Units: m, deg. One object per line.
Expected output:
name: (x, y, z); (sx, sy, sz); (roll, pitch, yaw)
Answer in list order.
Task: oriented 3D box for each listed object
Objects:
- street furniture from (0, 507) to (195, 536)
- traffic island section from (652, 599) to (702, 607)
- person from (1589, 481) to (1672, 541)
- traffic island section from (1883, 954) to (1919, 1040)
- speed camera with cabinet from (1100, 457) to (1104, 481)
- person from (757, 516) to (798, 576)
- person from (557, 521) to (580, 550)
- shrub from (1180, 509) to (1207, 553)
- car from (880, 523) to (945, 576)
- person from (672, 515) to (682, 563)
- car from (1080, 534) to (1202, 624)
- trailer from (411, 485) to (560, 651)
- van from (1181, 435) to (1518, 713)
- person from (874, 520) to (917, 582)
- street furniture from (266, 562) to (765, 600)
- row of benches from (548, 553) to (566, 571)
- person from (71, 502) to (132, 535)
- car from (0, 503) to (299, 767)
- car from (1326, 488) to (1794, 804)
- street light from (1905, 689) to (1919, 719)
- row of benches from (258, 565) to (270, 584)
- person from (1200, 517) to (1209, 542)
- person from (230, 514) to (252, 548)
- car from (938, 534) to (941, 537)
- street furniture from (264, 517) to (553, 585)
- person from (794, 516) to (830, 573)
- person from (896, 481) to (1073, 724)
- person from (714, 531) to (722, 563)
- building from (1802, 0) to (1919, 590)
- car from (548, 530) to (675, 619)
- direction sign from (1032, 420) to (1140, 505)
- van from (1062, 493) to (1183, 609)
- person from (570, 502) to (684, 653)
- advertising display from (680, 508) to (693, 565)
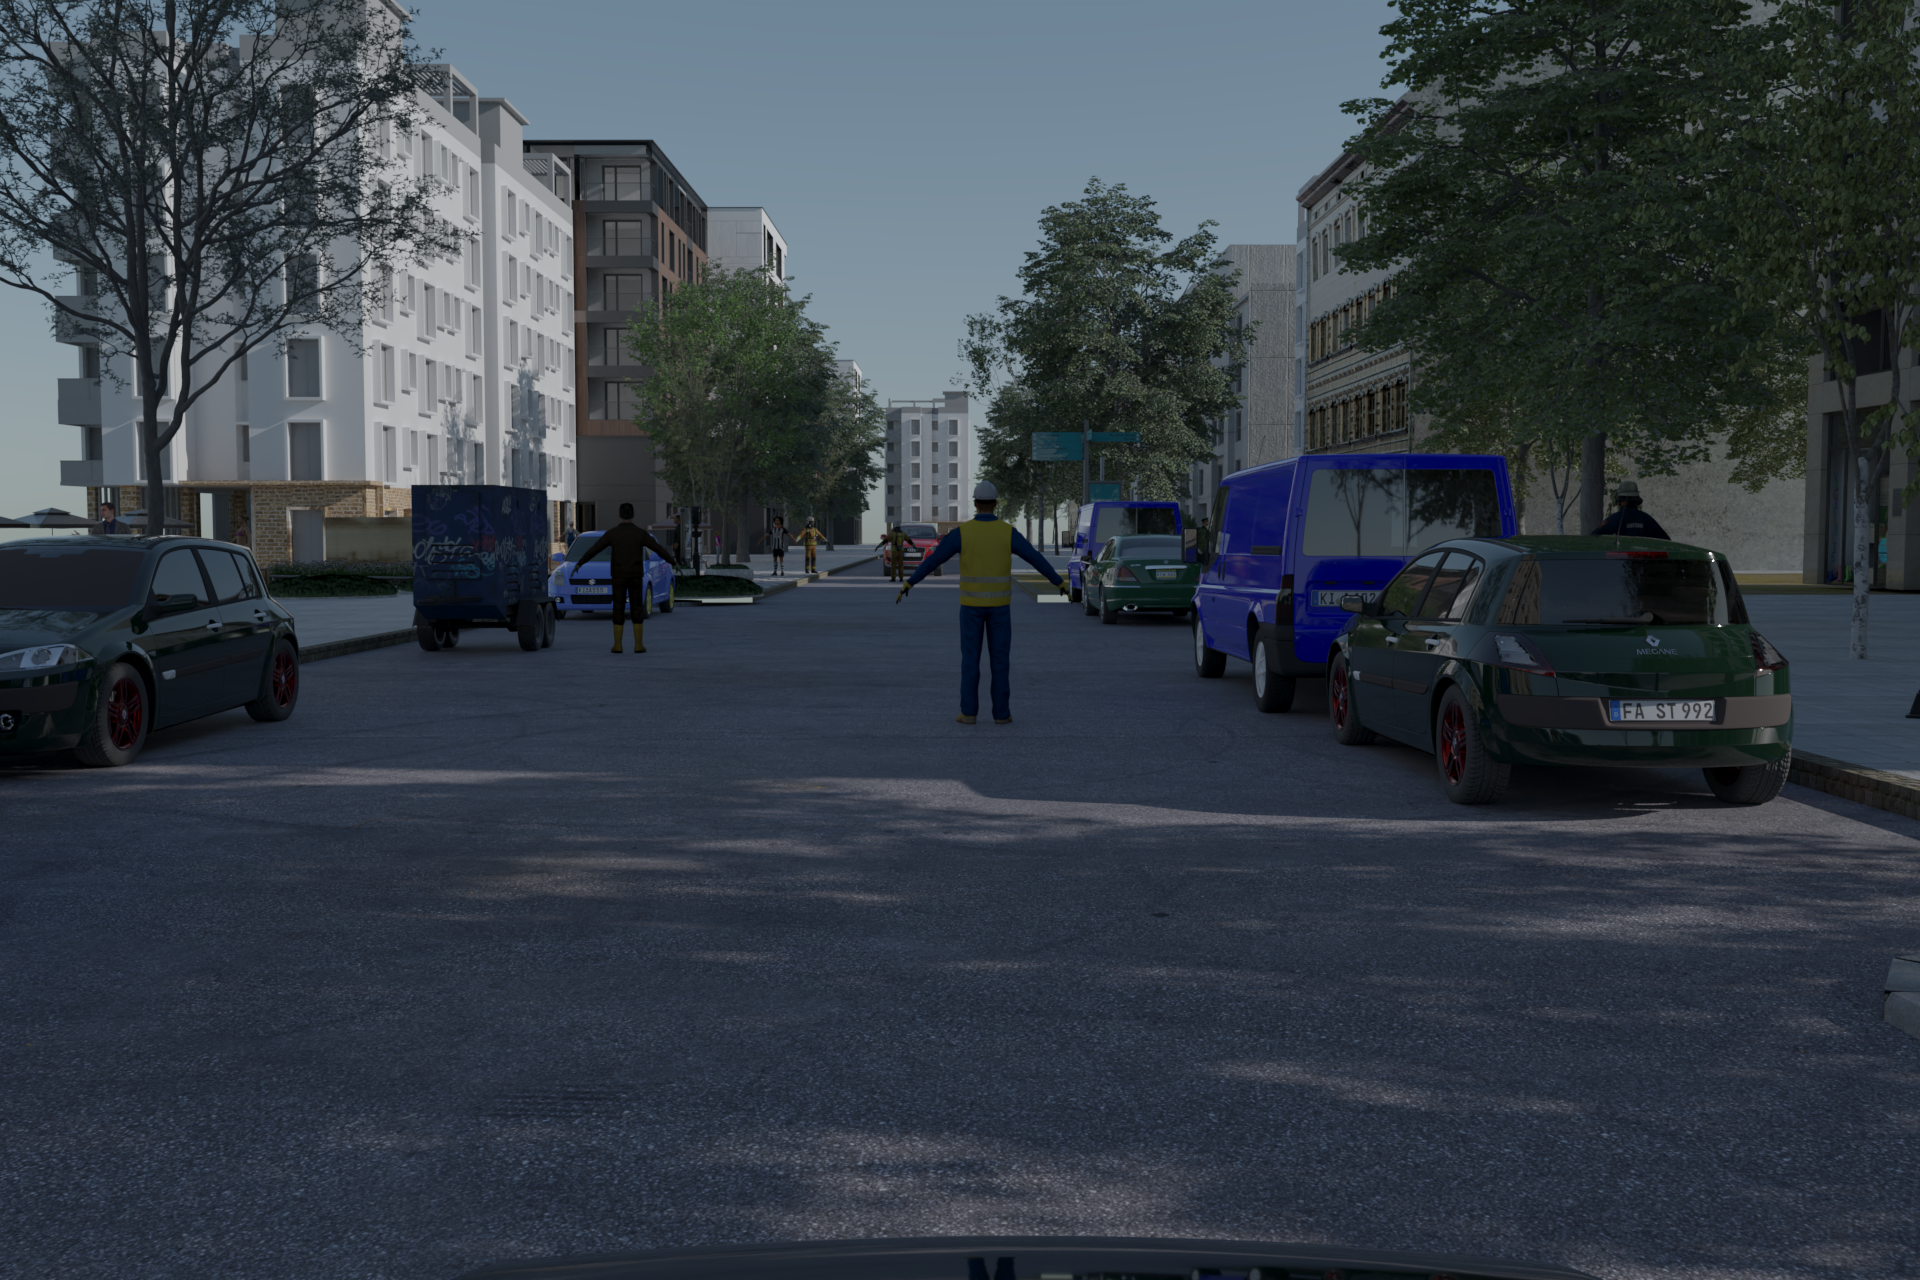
street furniture: (-27.733, -2.273, 42.198); (14.083, 1.986, 27.439); (0, 4, -1)
traffic island section: (-6.236, -0.729, 34.785); (1.991, 0.108, 1.994); (0, 4, -1)
person: (7.081, -0.769, 18.443); (1.351, 1.845, 0.704); (0, 4, -7)
traffic island section: (3.708, 1.111, 4.702); (1.991, 0.108, 1.994); (0, 4, 0)
speed camera with cabinet: (3.860, -3.025, 43.800); (0.660, 3.252, 2.038); (0, 4, -2)
person: (-5.591, -2.879, 53.212); (1.345, 1.843, 0.704); (1, 4, 16)
person: (-16.807, -4.230, 75.012); (1.347, 1.847, 0.705); (0, 4, 6)
shrub: (6.560, -2.909, 51.606); (1.661, 2.075, 1.752); (0, 3, 0)
car: (-1.619, -3.167, 60.456); (2.281, 1.827, 5.304); (0, 4, -1)
person: (-7.686, -2.501, 47.120); (0.704, 1.802, 1.346); (-1, 4, -12)
car: (3.128, -1.052, 28.992); (2.131, 1.459, 4.920); (0, 4, -1)
trailer: (-5.865, -0.840, 20.783); (1.471, 1.999, 3.904); (0, 4, 0)
van: (3.320, -0.682, 15.542); (2.240, 2.365, 5.245); (0, 4, -2)
person: (-1.898, -2.677, 51.997); (1.354, 1.858, 0.705); (-1, 4, -21)
street furniture: (-9.039, -1.281, 36.577); (10.072, 0.657, 5.734); (0, 4, 2)
row of benches: (-13.022, -2.427, 55.149); (1.422, 0.672, 4.104); (-2, 4, -27)
person: (-12.696, -1.170, 25.699); (0.617, 1.759, 0.750); (1, 4, 9)
car: (-6.008, -0.129, 11.891); (2.009, 1.686, 4.222); (0, 4, 0)
car: (3.441, -0.048, 10.576); (2.009, 1.686, 4.222); (0, 4, -1)
street light: (7.314, -2.409, 11.925); (1.470, 5.913, 1.316); (0, 4, 0)
row of benches: (-16.552, -1.329, 37.197); (4.104, 0.672, 1.422); (2, 4, 27)
person: (8.162, -3.155, 57.513); (0.705, 1.837, 1.347); (1, 4, 17)
person: (-16.547, -2.016, 39.770); (0.721, 1.733, 1.217); (-3, 5, -44)
car: (-1.809, -7.669, 137.183); (2.131, 1.459, 4.920); (0, 4, -1)
street furniture: (-15.233, -2.420, 46.420); (9.812, 1.723, 11.010); (2, 4, 23)
person: (-4.865, -3.100, 56.448); (1.354, 1.858, 0.705); (-3, 4, -36)
person: (0.190, -0.287, 13.126); (1.349, 1.833, 0.705); (0, 4, -2)
person: (-10.155, -3.909, 73.175); (0.599, 1.433, 0.991); (0, 4, -1)
building: (29.749, -13.478, 23.562); (19.350, 26.588, 34.151); (0, 4, 0)
car: (-6.077, -1.268, 30.318); (1.945, 1.707, 3.694); (0, 4, 0)
direction sign: (2.964, -3.133, 39.986); (2.525, 3.948, 1.411); (0, 4, -1)
van: (3.256, -1.849, 34.607); (2.240, 2.365, 5.245); (0, 4, -1)
person: (-4.009, -0.751, 20.874); (1.346, 1.812, 0.704); (-1, 4, -10)
advertising display: (-6.806, -2.317, 43.104); (0.123, 1.923, 0.974); (0, 4, 1)
